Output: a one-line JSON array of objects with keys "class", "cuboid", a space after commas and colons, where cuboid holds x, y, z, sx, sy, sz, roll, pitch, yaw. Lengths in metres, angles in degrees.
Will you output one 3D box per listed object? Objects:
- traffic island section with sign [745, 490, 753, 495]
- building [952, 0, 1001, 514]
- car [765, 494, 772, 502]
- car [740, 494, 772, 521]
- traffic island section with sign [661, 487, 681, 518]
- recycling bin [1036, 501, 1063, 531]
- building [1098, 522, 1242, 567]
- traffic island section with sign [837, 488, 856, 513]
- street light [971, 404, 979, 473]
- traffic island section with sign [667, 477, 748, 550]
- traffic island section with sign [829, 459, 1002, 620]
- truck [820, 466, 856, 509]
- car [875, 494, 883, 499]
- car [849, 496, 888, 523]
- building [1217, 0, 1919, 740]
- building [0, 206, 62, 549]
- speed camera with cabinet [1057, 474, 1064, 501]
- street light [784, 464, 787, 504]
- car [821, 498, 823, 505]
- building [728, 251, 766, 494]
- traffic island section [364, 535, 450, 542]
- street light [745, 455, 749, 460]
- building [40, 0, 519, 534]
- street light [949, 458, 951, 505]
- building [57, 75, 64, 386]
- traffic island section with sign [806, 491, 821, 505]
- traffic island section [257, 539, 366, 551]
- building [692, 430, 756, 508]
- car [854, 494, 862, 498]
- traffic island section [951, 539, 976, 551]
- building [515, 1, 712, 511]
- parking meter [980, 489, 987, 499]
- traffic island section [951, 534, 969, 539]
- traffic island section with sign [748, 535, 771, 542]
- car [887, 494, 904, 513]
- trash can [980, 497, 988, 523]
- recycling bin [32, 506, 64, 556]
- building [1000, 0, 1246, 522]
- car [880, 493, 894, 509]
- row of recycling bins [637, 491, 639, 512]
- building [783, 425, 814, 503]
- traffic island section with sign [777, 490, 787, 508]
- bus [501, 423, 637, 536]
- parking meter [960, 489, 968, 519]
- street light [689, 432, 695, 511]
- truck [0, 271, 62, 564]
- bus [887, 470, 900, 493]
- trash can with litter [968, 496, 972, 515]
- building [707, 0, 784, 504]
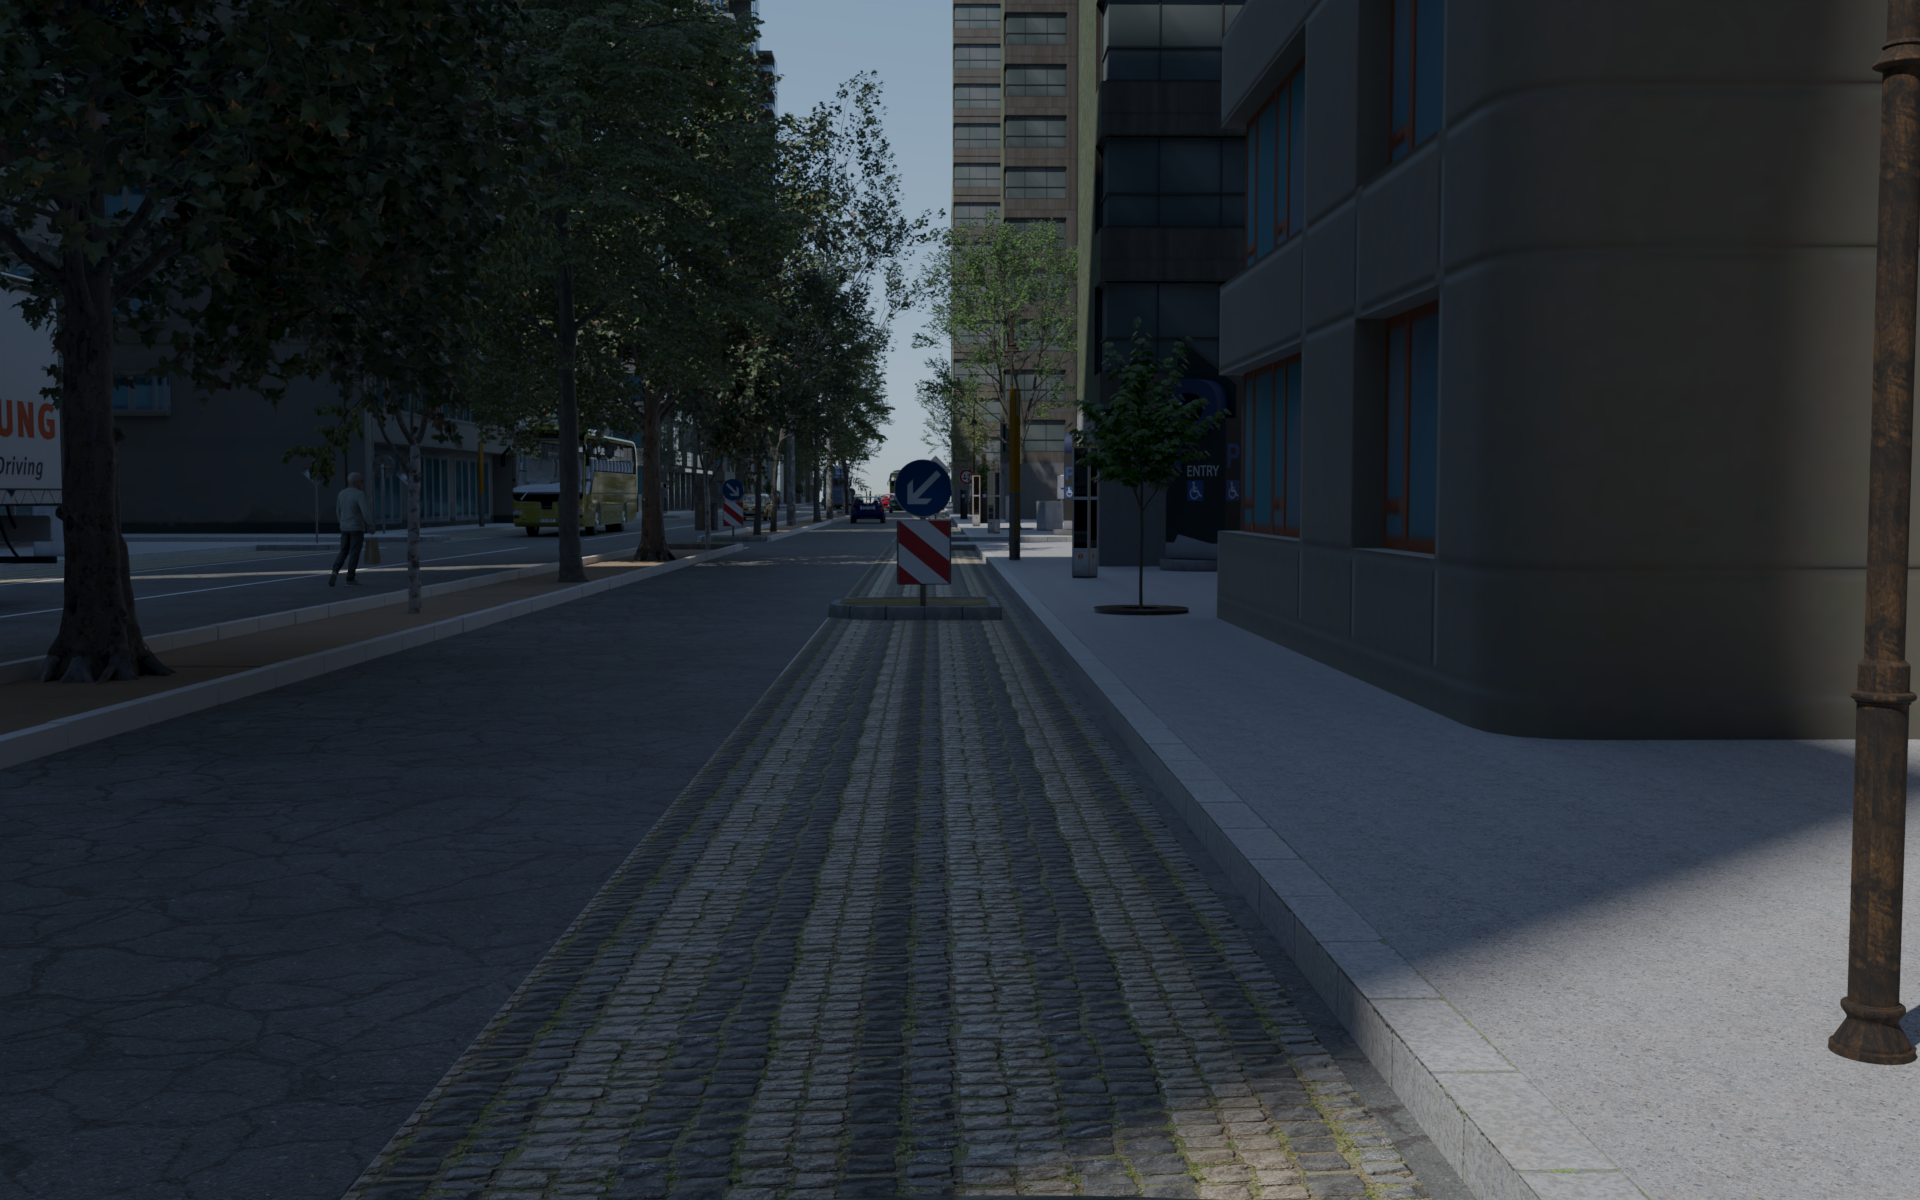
[{"class": "traffic island section with sign", "cuboid": [-18.452, -8.745, 151.610, 1.989, 1.847, 2.006, 0, 4, -1]}, {"class": "building", "cuboid": [6.472, -26.627, 118.940, 14.154, 41.232, 14.086, 0, 4, -1]}, {"class": "car", "cuboid": [-14.357, -6.926, 123.463, 2.015, 1.641, 3.980, 0, 4, 1]}, {"class": "car", "cuboid": [-11.150, -5.120, 93.927, 2.015, 1.641, 3.980, 0, 3, 0]}, {"class": "traffic island section with sign", "cuboid": [-17.655, -5.758, 102.771, 1.989, 1.847, 2.006, 0, 4, -1]}, {"class": "recycling bin", "cuboid": [3.144, -2.944, 60.681, 0.722, 1.027, 0.722, -2, 4, -24]}, {"class": "building", "cuboid": [9.368, -16.207, 36.681, 14.160, 30.474, 14.107, 0, 4, -1]}, {"class": "traffic island section with sign", "cuboid": [-8.069, -7.323, 127.865, 2.006, 1.907, 1.989, 0, 4, -1]}, {"class": "street light", "cuboid": [0.712, -7.037, 87.841, 0.468, 5.910, 1.993, 0, 4, -1]}, {"class": "traffic island section with sign", "cuboid": [-6.722, -2.275, 45.330, 2.006, 1.907, 1.989, 0, 4, -1]}, {"class": "traffic island section with sign", "cuboid": [-0.536, -0.725, 20.484, 1.989, 1.847, 2.006, 0, 4, -1]}, {"class": "truck", "cuboid": [-11.505, -10.977, 169.240, 2.967, 4.110, 18.799, 0, 4, 0]}, {"class": "car", "cuboid": [-12.727, -15.935, 272.539, 2.014, 1.417, 4.499, 0, 4, -2]}, {"class": "car", "cuboid": [-4.539, -4.473, 85.720, 1.945, 1.354, 3.894, 0, 4, -2]}, {"class": "building", "cuboid": [16.723, -9.668, 3.109, 27.650, 21.520, 28.899, 0, 4, -1]}, {"class": "building", "cuboid": [-34.906, -25.166, 31.079, 30.456, 49.044, 23.786, 0, 4, -1]}, {"class": "speed camera with cabinet", "cuboid": [5.723, -5.422, 82.987, 2.038, 3.252, 0.660, 1, 4, 16]}, {"class": "street light", "cuboid": [-21.441, -14.725, 213.534, 0.468, 5.910, 1.993, 0, 4, -1]}, {"class": "car", "cuboid": [-16.744, -12.763, 221.262, 1.945, 1.354, 3.894, 0, 4, 1]}, {"class": "building", "cuboid": [-29.614, -31.266, 194.799, 14.154, 41.232, 14.086, 0, 4, -1]}, {"class": "traffic island section", "cuboid": [-16.829, -1.874, 52.918, 2.009, 0.180, 2.903, 0, 4, -1]}, {"class": "street light", "cuboid": [-20.763, -12.036, 169.573, 0.468, 5.910, 1.993, 0, 4, -1]}, {"class": "building", "cuboid": [-29.969, -26.975, 64.751, 21.300, 48.544, 21.600, 0, 4, -1]}, {"class": "street light", "cuboid": [-1.204, -14.162, 204.329, 0.468, 5.910, 1.993, 0, 4, -1]}, {"class": "building", "cuboid": [-31.971, -29.301, 98.672, 23.786, 49.044, 30.456, 0, 4, -1]}, {"class": "traffic island section with sign", "cuboid": [-19.810, -13.853, 235.116, 1.989, 1.847, 2.006, 0, 4, -1]}, {"class": "traffic island section", "cuboid": [-16.698, -1.386, 44.934, 2.009, 0.180, 2.903, 0, 4, -1]}, {"class": "building", "cuboid": [-35.803, -20.110, 173.845, 27.650, 21.520, 28.899, 0, 4, -1]}, {"class": "car", "cuboid": [-12.931, -12.705, 216.525, 1.959, 1.807, 4.718, 0, 4, -2]}, {"class": "traffic island section", "cuboid": [-0.609, -1.401, 45.191, 2.009, 0.180, 2.903, 0, 4, -1]}, {"class": "building", "cuboid": [-33.505, -31.964, 142.213, 23.786, 49.044, 30.456, 0, 4, -1]}, {"class": "parking meter", "cuboid": [1.115, -4.529, 82.467, 0.372, 1.533, 0.369, 0, 3, 0]}, {"class": "traffic island section", "cuboid": [-0.740, -1.890, 53.175, 2.009, 0.180, 2.903, 0, 4, -1]}, {"class": "traffic island section with sign", "cuboid": [-6.833, -2.728, 52.736, 2.006, 1.907, 1.989, 0, 4, -1]}, {"class": "car", "cuboid": [-4.488, -7.364, 132.194, 2.131, 1.459, 4.920, 0, 4, -1]}, {"class": "trash can", "cuboid": [0.993, -3.924, 75.815, 0.748, 1.137, 0.748, 0, 3, 0]}, {"class": "recycling bin", "cuboid": [-18.738, -1.427, 35.885, 0.722, 1.027, 0.722, -1, 4, -17]}, {"class": "building", "cuboid": [9.118, -19.687, 93.577, 14.160, 30.474, 14.107, 0, 4, -1]}, {"class": "car", "cuboid": [-5.841, -8.416, 146.635, 2.155, 1.783, 4.494, 0, 4, -2]}, {"class": "row of recycling bins", "cuboid": [-24.085, -7.076, 122.805, 3.534, 1.692, 1.069, 3, 5, 41]}, {"class": "building", "cuboid": [-36.614, -25.351, 259.525, 27.650, 21.520, 28.899, 0, 4, -1]}, {"class": "traffic island section with sign", "cuboid": [-18.902, -10.462, 179.679, 1.989, 1.847, 2.006, 0, 4, -1]}, {"class": "bus", "cuboid": [-13.882, -4.369, 62.979, 2.896, 3.916, 12.252, 0, 4, -2]}, {"class": "parking meter", "cuboid": [0.196, -4.860, 87.871, 0.372, 1.533, 0.369, 0, 3, 0]}, {"class": "street light", "cuboid": [-20.044, -9.587, 129.542, 0.468, 5.910, 1.993, 0, 4, -1]}, {"class": "truck", "cuboid": [-13.108, -1.746, 17.460, 2.839, 4.237, 11.283, 0, 4, -1]}, {"class": "bus", "cuboid": [-5.877, -11.219, 174.982, 2.896, 3.916, 12.252, 0, 4, -3]}, {"class": "trash can with litter", "cuboid": [0.918, -5.782, 105.927, 0.624, 1.170, 1.055, -1, 4, -21]}, {"class": "building", "cuboid": [-34.101, -55.905, 226.717, 22.319, 86.520, 31.000, 0, 4, -1]}]
